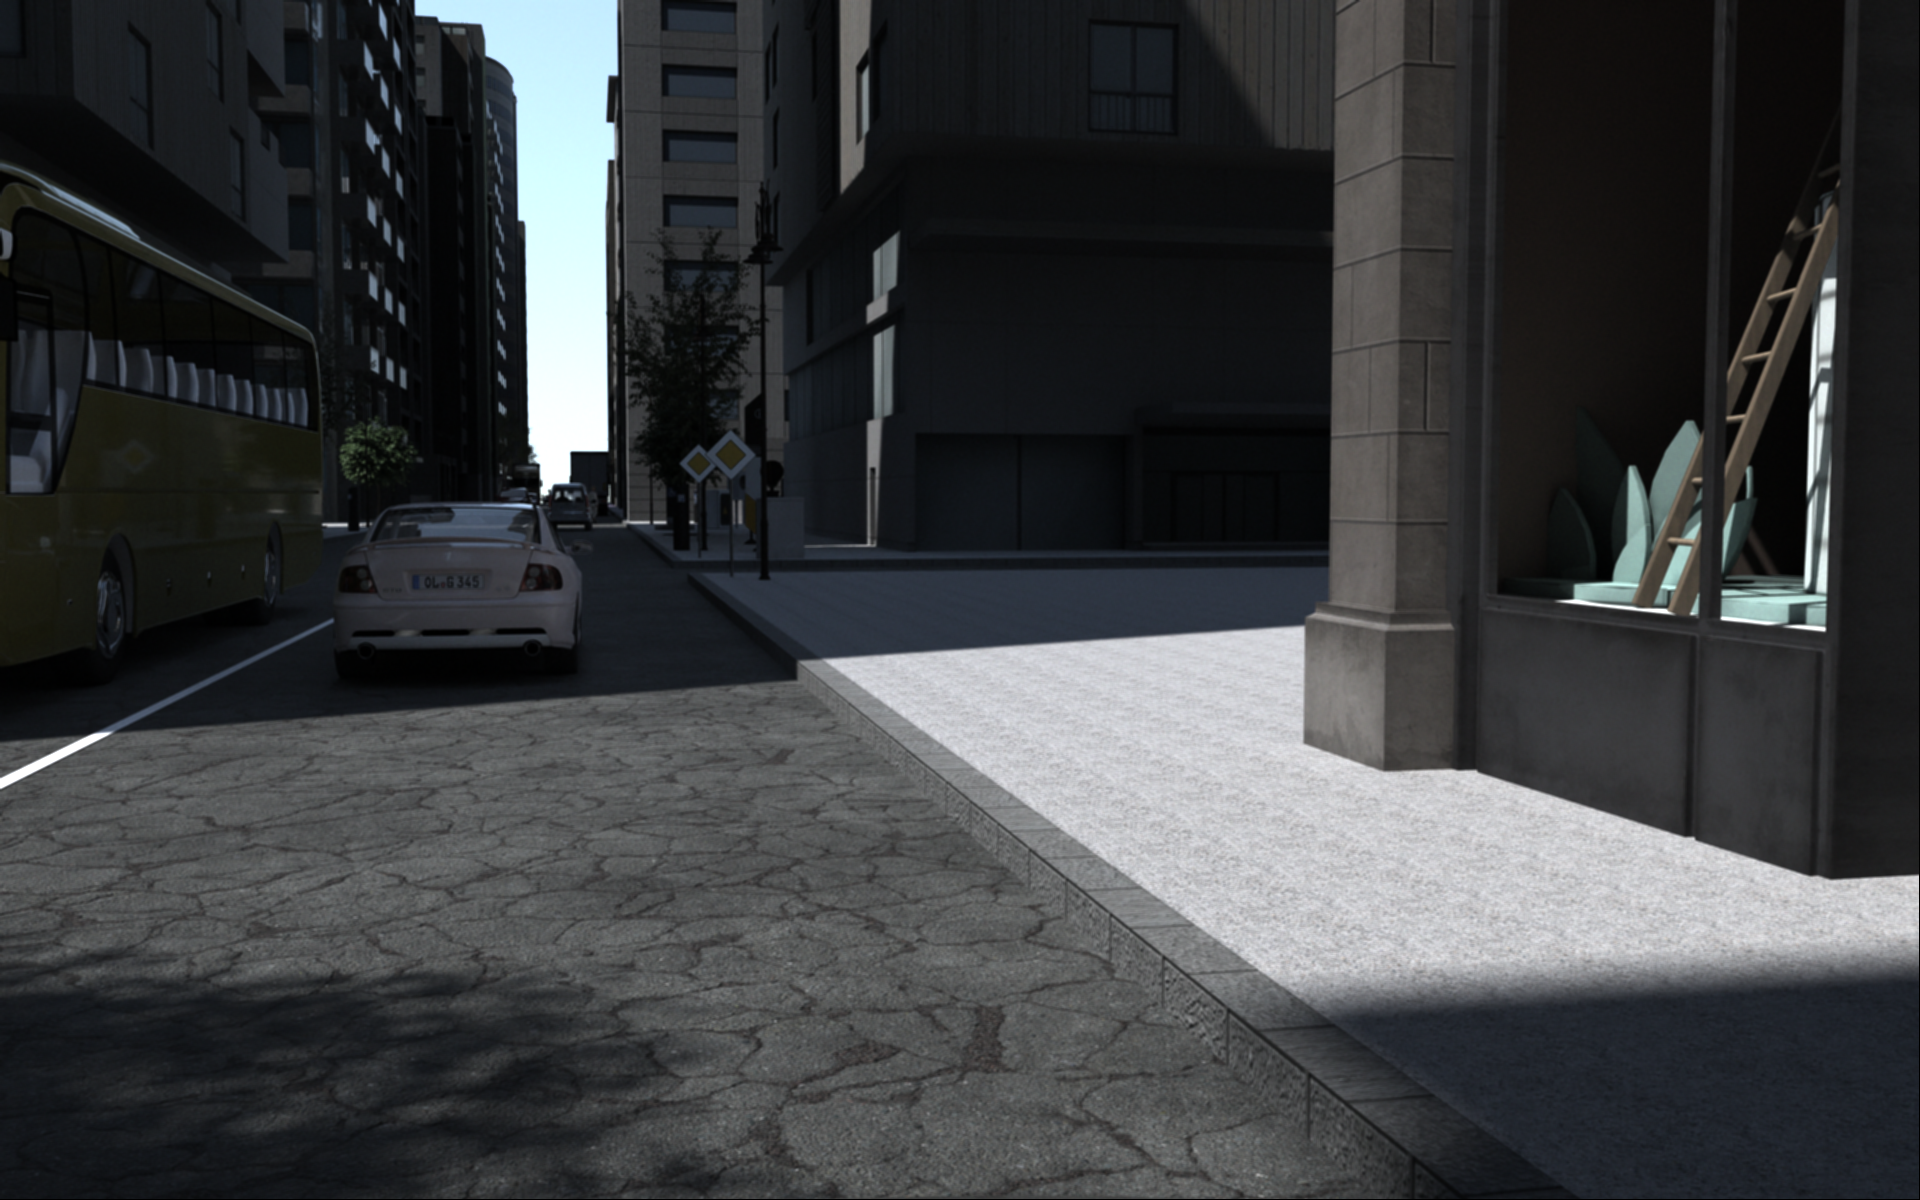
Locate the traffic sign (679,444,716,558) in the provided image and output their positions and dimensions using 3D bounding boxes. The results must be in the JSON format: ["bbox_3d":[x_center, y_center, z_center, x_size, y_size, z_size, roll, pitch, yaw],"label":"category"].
[{"bbox_3d":[-5.217,-1.896,34.636,0.795,2.450,0.064,-1,4,-12],"label":"traffic sign"}]

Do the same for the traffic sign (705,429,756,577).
[{"bbox_3d":[-3.546,-1.418,26.827,0.795,2.450,0.064,-1,4,-12],"label":"traffic sign"}]

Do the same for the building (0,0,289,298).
[{"bbox_3d":[-32.311,-27.634,41.050,28.713,52.752,27.495,-1,4,-12],"label":"building"}]

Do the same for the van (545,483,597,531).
[{"bbox_3d":[-15.446,-3.770,68.652,2.013,2.044,4.112,-1,4,-11],"label":"van"}]

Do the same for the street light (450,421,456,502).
[{"bbox_3d":[-31.556,-8.239,107.502,0.468,5.910,1.993,-1,4,-12],"label":"street light"}]

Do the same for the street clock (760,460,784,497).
[{"bbox_3d":[-4.052,-2.005,37.358,0.471,2.002,0.358,-1,4,-19],"label":"street clock"}]

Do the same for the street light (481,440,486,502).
[{"bbox_3d":[-38.862,-10.304,141.263,0.468,5.910,1.993,-1,4,-12],"label":"street light"}]

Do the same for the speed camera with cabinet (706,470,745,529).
[{"bbox_3d":[-8.615,-4.273,64.196,0.660,3.252,2.038,2,4,27],"label":"speed camera with cabinet"}]

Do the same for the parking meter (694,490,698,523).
[{"bbox_3d":[-11.589,-4.175,76.677,0.372,1.533,0.369,0,3,0],"label":"parking meter"}]

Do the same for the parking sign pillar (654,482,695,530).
[{"bbox_3d":[-10.256,-4.508,62.175,1.447,3.967,1.447,0,4,-1],"label":"parking sign pillar"}]

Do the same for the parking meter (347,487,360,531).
[{"bbox_3d":[-20.885,-3.132,59.623,0.372,1.533,0.369,0,3,0],"label":"parking meter"}]

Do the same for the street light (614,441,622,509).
[{"bbox_3d":[-29.248,-10.767,148.833,0.468,5.910,1.993,-1,4,-12],"label":"street light"}]

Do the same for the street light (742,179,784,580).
[{"bbox_3d":[-2.930,-3.242,25.792,0.468,5.910,1.993,-1,4,-12],"label":"street light"}]

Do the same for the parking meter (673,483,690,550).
[{"bbox_3d":[-6.361,-1.904,39.540,0.372,1.533,0.369,0,3,0],"label":"parking meter"}]

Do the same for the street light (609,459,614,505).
[{"bbox_3d":[-36.416,-12.834,182.623,0.468,5.910,1.993,-1,4,-12],"label":"street light"}]

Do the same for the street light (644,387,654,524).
[{"bbox_3d":[-13.124,-6.162,73.530,0.468,5.910,1.993,-1,4,-12],"label":"street light"}]

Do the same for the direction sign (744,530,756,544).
[{"bbox_3d":[-5.347,-3.197,44.276,0.379,3.537,0.876,-1,4,-8],"label":"direction sign"}]

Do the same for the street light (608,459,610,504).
[{"bbox_3d":[-39.357,-13.658,196.094,0.468,5.910,1.993,-1,4,-12],"label":"street light"}]

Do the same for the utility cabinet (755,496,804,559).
[{"bbox_3d":[-3.573,-1.420,34.371,1.020,1.237,0.306,-3,5,-45],"label":"utility cabinet"}]

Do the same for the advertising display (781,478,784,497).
[{"bbox_3d":[-6.725,-3.931,69.493,0.974,1.923,0.123,-3,4,-36],"label":"advertising display"}]

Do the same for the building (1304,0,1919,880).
[{"bbox_3d":[6.380,-9.600,7.865,10.553,20.767,40.483,-1,4,-12],"label":"building"}]

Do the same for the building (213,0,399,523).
[{"bbox_3d":[-39.879,-28.453,84.818,23.786,49.044,30.456,-1,4,-12],"label":"building"}]

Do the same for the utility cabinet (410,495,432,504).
[{"bbox_3d":[-26.890,-4.602,86.411,1.020,1.237,0.306,0,4,6],"label":"utility cabinet"}]

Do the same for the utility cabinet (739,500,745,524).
[{"bbox_3d":[-9.122,-3.867,74.383,0.306,1.237,1.020,0,4,4],"label":"utility cabinet"}]

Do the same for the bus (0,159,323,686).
[{"bbox_3d":[-8.195,-1.491,15.930,2.896,3.916,12.252,-1,4,-11],"label":"bus"}]

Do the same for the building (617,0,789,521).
[{"bbox_3d":[-8.227,-33.851,95.456,21.231,58.520,28.212,-1,4,-12],"label":"building"}]

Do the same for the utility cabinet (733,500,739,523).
[{"bbox_3d":[-9.843,-4.023,76.944,1.020,1.237,0.306,0,4,-4],"label":"utility cabinet"}]

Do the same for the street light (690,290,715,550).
[{"bbox_3d":[-5.833,-4.070,39.333,0.468,5.910,1.993,-1,4,-12],"label":"street light"}]

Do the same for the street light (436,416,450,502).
[{"bbox_3d":[-30.228,-7.835,100.891,0.468,5.910,1.993,-1,4,-12],"label":"street light"}]

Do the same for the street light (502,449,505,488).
[{"bbox_3d":[-46.043,-12.371,175.050,0.468,5.910,1.993,-1,4,-12],"label":"street light"}]

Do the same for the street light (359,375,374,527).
[{"bbox_3d":[-22.761,-5.726,66.412,0.468,5.910,1.993,-1,4,-12],"label":"street light"}]
